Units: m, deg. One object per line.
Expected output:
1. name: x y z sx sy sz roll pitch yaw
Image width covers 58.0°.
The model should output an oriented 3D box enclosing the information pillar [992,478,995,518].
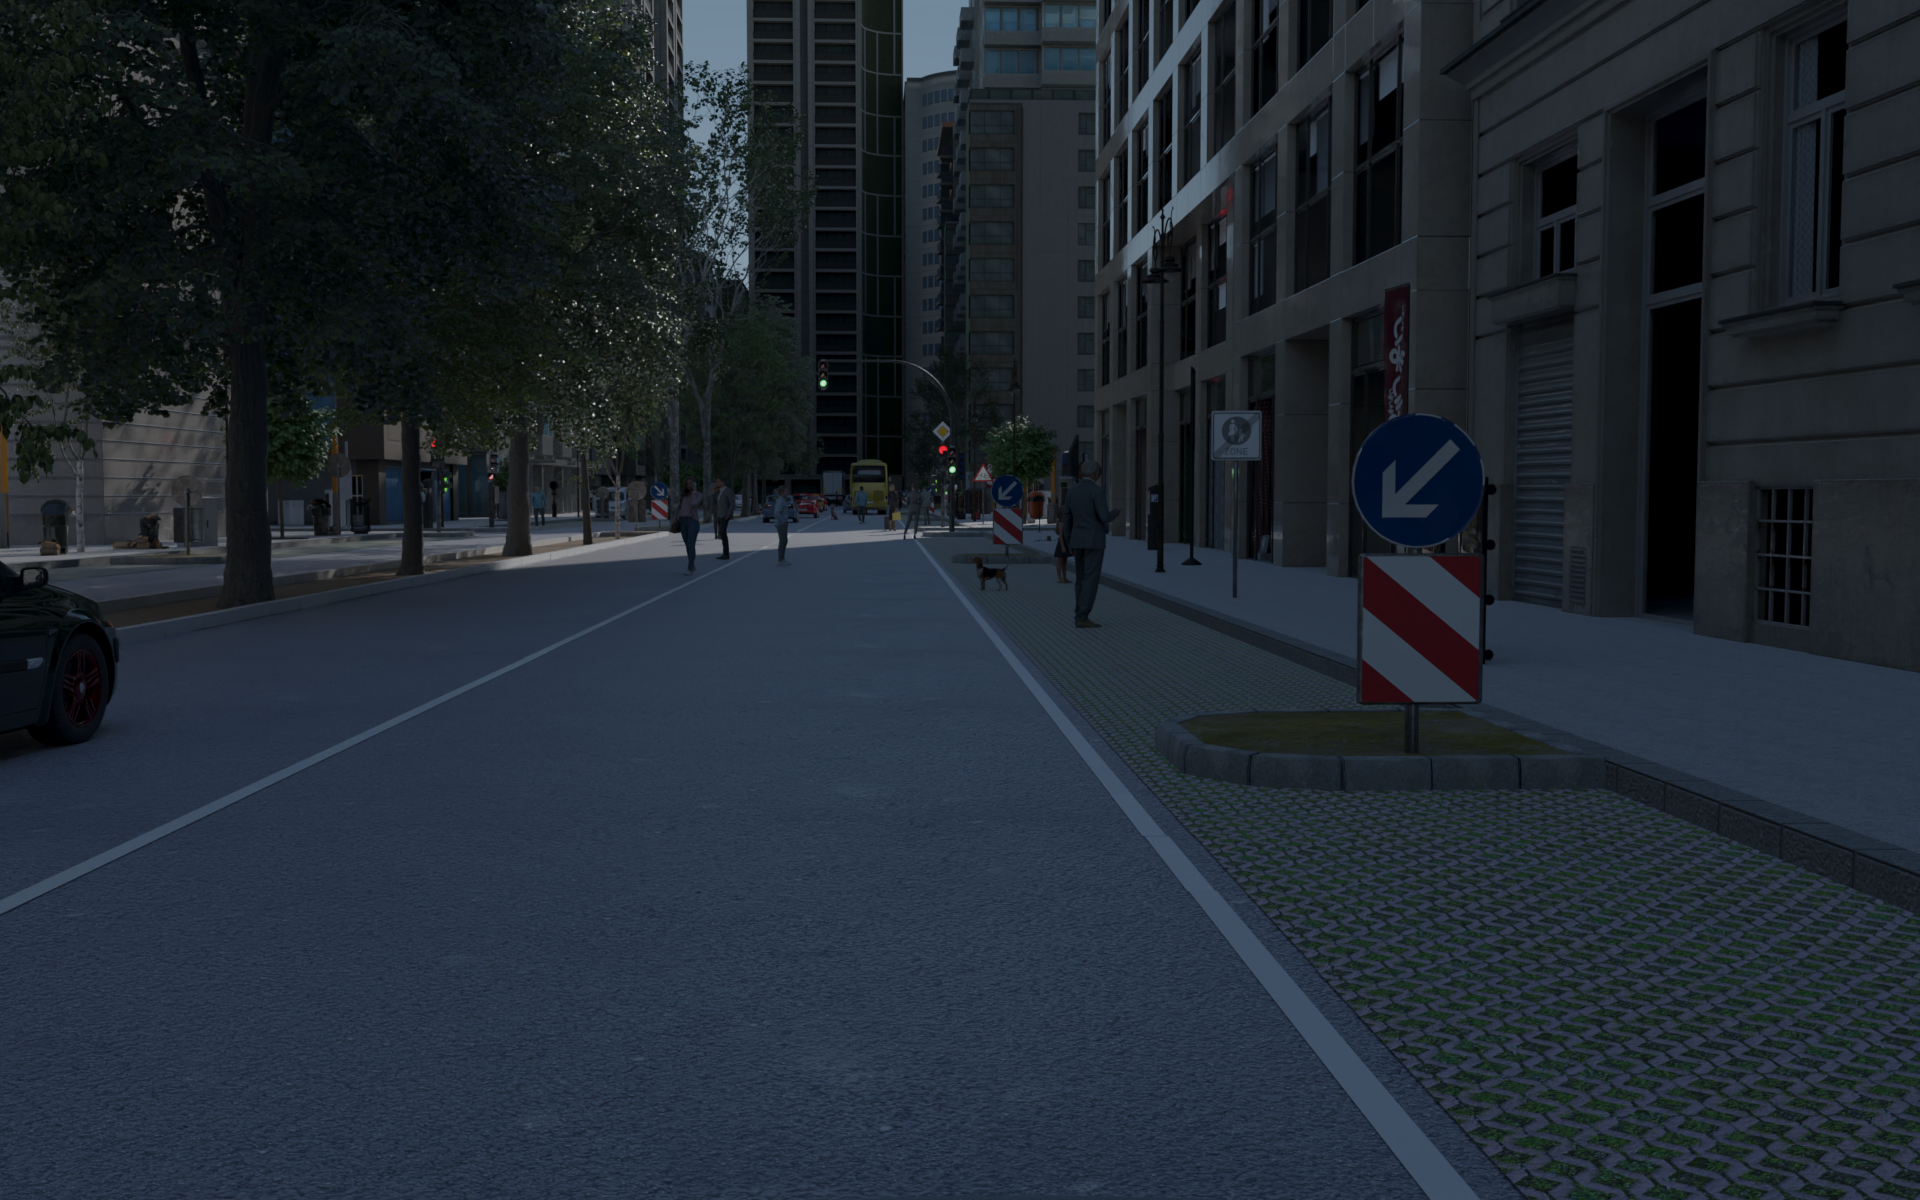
1. information pillar: 2.013 -6.283 94.087 0.504 3.616 0.183 -2 4 -34

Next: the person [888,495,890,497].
1. person: -7.683 -10.404 178.693 1.348 1.812 0.705 -2 4 -29

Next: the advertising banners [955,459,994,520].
1. advertising banners: 0.765 -5.538 86.740 2.074 3.025 0.090 1 4 16

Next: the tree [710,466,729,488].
1. tree: -24.689 -10.983 163.289 4.285 4.588 4.351 0 3 0

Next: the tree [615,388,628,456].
1. tree: -23.525 -12.834 135.586 9.928 11.665 9.643 0 3 0

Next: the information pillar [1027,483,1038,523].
1. information pillar: 3.116 -4.352 75.642 0.304 2.012 0.304 1 4 18

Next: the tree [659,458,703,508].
1. tree: -23.963 -9.976 146.828 4.285 4.588 4.351 0 3 0

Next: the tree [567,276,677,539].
1. tree: -10.887 -6.243 54.900 4.360 8.622 3.978 0 3 0

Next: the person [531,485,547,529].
1. person: -17.422 -3.868 71.757 0.660 1.820 0.620 0 4 -7

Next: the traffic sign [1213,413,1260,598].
1. traffic sign: 3.402 -1.177 21.379 0.606 2.300 0.079 0 4 6

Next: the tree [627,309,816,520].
1. tree: -12.676 -10.259 95.954 9.928 11.665 9.643 0 3 0

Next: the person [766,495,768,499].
1. person: -18.209 -9.299 163.770 0.697 1.427 0.421 1 4 8

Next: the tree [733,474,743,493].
1. tree: -27.416 -13.792 209.217 4.285 4.588 4.351 0 3 0

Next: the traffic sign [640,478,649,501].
1. traffic sign: -22.333 -7.398 122.149 0.795 2.450 0.064 0 4 -1

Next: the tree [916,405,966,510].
1. tree: -0.849 -11.459 137.712 4.360 8.622 3.978 0 3 0

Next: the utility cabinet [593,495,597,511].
1. utility cabinet: -27.194 -7.229 129.363 0.306 1.237 1.020 0 4 0

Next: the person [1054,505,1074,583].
1. person: 1.704 -0.890 27.718 0.373 1.253 0.362 3 5 39

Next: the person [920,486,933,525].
1. person: -1.575 -4.378 80.183 0.635 1.810 0.391 -3 5 -39

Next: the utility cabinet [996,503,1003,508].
1. utility cabinet: 1.913 -4.497 84.685 0.306 1.237 1.020 0 4 -1

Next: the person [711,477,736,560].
1. person: -5.208 -1.796 38.038 0.473 1.802 0.592 -1 4 -23

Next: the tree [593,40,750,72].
1. tree: -12.936 -13.018 71.189 12.611 20.169 13.585 0 3 0

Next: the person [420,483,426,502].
1. person: -17.517 -2.870 55.697 0.793 1.790 0.793 3 5 40

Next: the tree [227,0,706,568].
1. tree: -10.236 -7.987 39.703 9.857 13.997 8.962 0 3 0

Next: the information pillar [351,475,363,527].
1. information pillar: -23.542 -3.863 67.653 0.304 2.012 0.304 2 4 26

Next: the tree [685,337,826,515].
1. tree: -13.904 -12.069 116.798 9.611 12.733 9.660 0 3 0

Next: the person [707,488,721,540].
1. person: -7.628 -2.838 54.672 0.659 1.850 0.755 0 4 0

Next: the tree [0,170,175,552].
1. tree: -19.507 -5.380 38.333 4.360 8.622 3.978 0 3 0

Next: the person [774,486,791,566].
1. person: -3.567 -1.499 34.813 0.330 1.601 0.589 1 4 9

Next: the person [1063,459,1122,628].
1. person: 1.432 -0.607 18.607 0.590 1.801 0.661 -3 5 -42

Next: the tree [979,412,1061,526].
1. tree: 2.397 -5.225 69.145 4.285 4.588 4.351 0 3 0

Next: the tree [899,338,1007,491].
1. tree: -0.213 -10.396 104.381 7.601 10.594 8.767 0 4 -2

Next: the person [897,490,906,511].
1. person: -5.287 -8.558 148.553 1.348 1.807 0.705 1 4 15

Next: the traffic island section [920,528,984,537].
1. traffic island section: -0.262 -2.248 59.039 2.009 0.180 2.903 0 4 -3

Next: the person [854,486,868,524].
1. person: -4.743 -4.570 83.231 0.660 1.820 0.620 -2 4 -25

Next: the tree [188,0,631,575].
1. tree: -9.780 -6.728 30.585 7.486 12.596 7.792 0 3 0

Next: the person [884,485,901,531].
1. person: -2.619 -3.592 67.440 0.699 1.804 1.509 0 4 -1

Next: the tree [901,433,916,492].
1. tree: -4.278 -14.384 185.545 4.360 8.622 3.978 0 3 0

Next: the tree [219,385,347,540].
1. tree: -19.267 -4.013 49.332 4.285 4.588 4.351 0 3 0

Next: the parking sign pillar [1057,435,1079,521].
1. parking sign pillar: 4.964 -5.472 77.937 1.447 3.967 1.447 1 4 20

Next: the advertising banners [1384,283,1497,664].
1. advertising banners: 3.796 -1.083 13.893 0.090 3.025 2.074 -1 4 -9

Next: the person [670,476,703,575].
1. person: -4.799 -1.327 30.794 0.593 1.750 0.643 2 4 28

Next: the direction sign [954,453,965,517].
1. direction sign: -0.126 -6.346 95.760 0.876 3.537 0.379 2 4 26

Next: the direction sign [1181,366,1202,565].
1. direction sign: 4.189 -2.399 31.219 0.379 3.537 0.876 1 4 11

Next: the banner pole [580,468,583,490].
1. banner pole: -28.315 -8.479 128.650 0.401 3.779 0.863 2 4 34

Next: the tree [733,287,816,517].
1. tree: -13.266 -12.085 106.709 9.857 13.997 8.962 0 3 0

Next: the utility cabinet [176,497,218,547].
1. utility cabinet: -18.644 -1.906 42.329 0.306 1.237 1.020 2 4 24

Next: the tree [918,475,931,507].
1. tree: -3.526 -11.153 176.959 1.663 3.219 1.824 0 3 0

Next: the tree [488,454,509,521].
1. tree: -21.819 -5.442 83.578 1.663 3.219 1.824 0 3 0

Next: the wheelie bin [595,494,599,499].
1. wheelie bin: -21.590 -5.921 104.708 0.980 1.594 0.693 0 4 0

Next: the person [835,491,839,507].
1. person: -13.846 -11.397 195.531 0.721 1.739 1.217 1 4 9

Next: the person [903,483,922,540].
1. person: -1.496 -2.798 54.529 0.520 1.790 0.573 -1 4 -21

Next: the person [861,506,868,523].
1. person: -4.802 -4.507 86.864 0.373 1.253 0.362 0 4 -4

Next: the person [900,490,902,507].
1. person: -6.250 -10.636 182.489 1.350 1.814 0.705 -1 4 -14

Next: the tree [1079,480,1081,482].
1. tree: 7.737 -7.647 119.629 1.663 3.219 1.824 0 3 0

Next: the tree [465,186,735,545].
1. tree: -10.465 -6.845 48.784 8.767 10.594 7.601 0 4 -3

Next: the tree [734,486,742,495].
1. tree: -27.406 -13.344 212.774 1.663 3.219 1.824 0 3 0

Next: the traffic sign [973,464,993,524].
1. traffic sign: 0.983 -4.497 73.527 0.884 2.594 0.081 0 3 0

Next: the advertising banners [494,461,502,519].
1. advertising banners: -24.244 -5.795 90.932 0.090 3.025 2.074 0 4 -1

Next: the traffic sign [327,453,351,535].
1. traffic sign: -19.434 -3.307 54.183 0.768 2.556 0.104 0 4 4
